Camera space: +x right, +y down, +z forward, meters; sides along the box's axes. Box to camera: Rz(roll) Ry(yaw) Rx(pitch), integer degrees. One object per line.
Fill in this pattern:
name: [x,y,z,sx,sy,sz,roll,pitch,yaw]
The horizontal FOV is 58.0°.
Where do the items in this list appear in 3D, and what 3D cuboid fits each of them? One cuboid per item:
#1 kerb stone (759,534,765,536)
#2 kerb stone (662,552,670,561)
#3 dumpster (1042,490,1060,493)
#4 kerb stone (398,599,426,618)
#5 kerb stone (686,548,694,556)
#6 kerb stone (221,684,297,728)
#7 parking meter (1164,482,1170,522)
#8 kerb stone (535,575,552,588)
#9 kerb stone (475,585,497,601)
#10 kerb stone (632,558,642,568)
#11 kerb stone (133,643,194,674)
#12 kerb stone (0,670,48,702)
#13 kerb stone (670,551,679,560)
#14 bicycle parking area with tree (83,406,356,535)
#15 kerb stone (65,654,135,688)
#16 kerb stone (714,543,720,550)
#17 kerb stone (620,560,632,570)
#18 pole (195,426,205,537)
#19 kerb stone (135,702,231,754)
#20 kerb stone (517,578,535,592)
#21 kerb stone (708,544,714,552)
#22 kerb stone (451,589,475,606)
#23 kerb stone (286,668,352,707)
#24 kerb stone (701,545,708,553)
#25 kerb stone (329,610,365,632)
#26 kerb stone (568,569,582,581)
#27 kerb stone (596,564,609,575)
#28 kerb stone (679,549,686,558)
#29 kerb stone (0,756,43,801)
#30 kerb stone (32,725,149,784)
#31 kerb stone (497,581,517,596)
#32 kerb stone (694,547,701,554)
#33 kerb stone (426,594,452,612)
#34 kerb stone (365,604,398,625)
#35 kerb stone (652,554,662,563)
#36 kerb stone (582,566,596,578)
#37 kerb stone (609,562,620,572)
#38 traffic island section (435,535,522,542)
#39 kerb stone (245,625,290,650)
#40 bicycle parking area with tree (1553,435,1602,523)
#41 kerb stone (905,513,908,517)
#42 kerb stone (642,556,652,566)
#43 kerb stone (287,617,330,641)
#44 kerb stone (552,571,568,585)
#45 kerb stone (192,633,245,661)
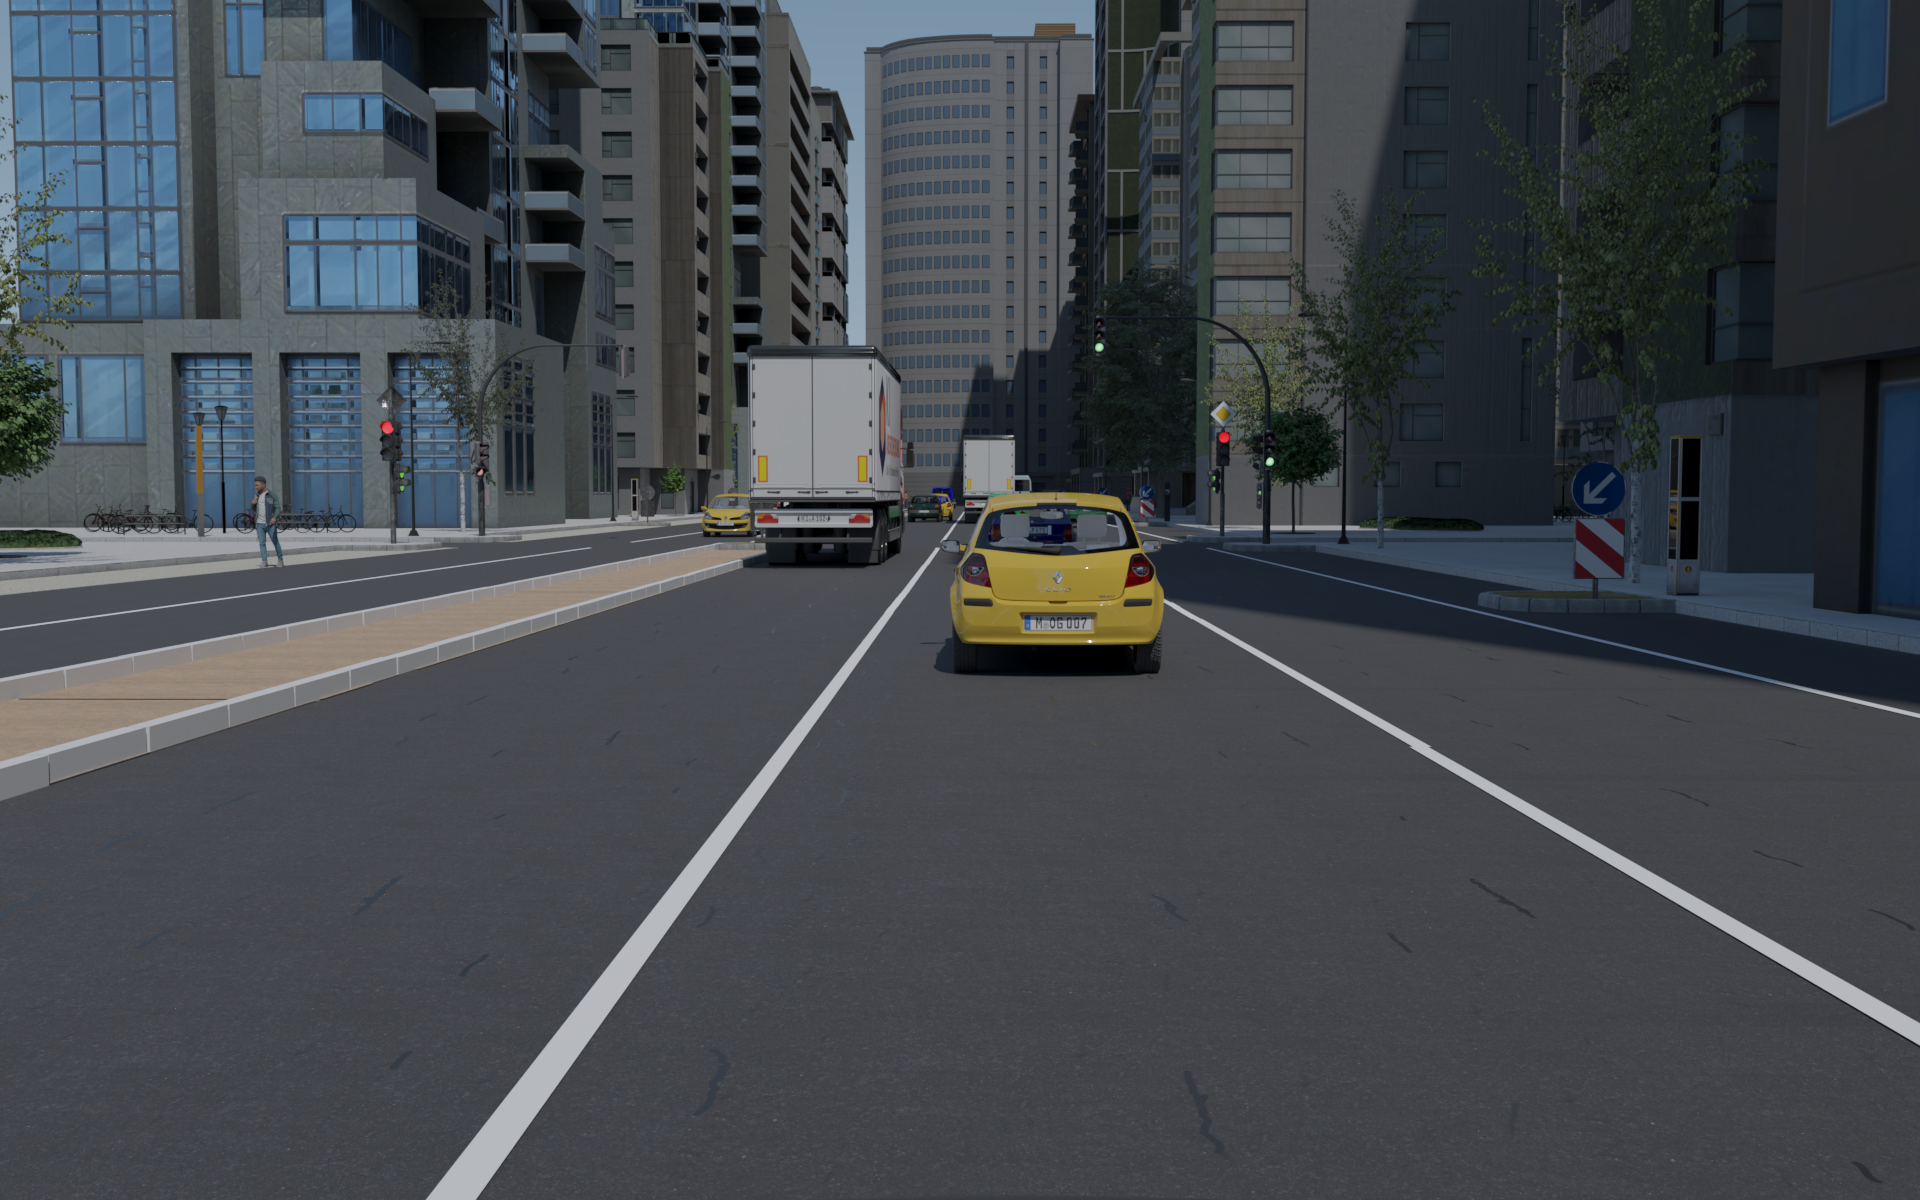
kerb stone: [-6.165,-1.988,54.727,0.120,0.150,1.000,0,4,1]
kerb stone: [-6.357,-0.891,36.756,0.120,0.150,1.000,0,4,1]
dumpster: [8.862,-9.822,168.803,1.865,1.857,1.264,0,4,1]
kerb stone: [-6.521,0.114,20.339,0.120,0.150,1.000,0,4,1]
kerb stone: [-6.320,-1.079,39.845,0.120,0.150,1.000,0,4,1]
kerb stone: [-4.516,0.682,11.077,0.120,0.150,1.000,0,4,1]
parking meter: [9.697,-4.604,80.989,0.255,1.863,0.399,1,4,9]
kerb stone: [-6.460,-0.263,26.501,0.120,0.150,1.000,0,4,1]
kerb stone: [-6.495,-0.074,23.410,0.120,0.150,1.000,0,4,1]
kerb stone: [-6.392,-0.700,33.684,0.120,0.150,1.000,0,4,1]
kerb stone: [-6.588,0.489,14.194,0.120,0.150,1.000,0,4,1]
kerb stone: [-6.610,0.615,12.151,0.120,0.150,1.000,0,4,1]
kerb stone: [-6.341,-0.953,37.784,0.120,0.150,1.000,0,4,1]
bicycle parking area with tree: [-25.145,-4.377,58.562,9.016,4.147,8.231,-1,4,-18]
kerb stone: [-6.596,0.554,13.173,0.120,0.150,1.000,0,4,1]
kerb stone: [-6.281,-1.322,43.939,0.120,0.150,1.000,0,4,1]
kerb stone: [-6.401,-0.640,32.662,0.120,0.150,1.000,0,4,1]
pole: [-22.735,-3.544,51.794,0.158,3.312,0.155,0,3,0]
kerb stone: [-4.525,0.743,10.055,0.120,0.150,1.000,0,4,1]
kerb stone: [-6.473,-0.199,25.465,0.120,0.150,1.000,0,4,1]
kerb stone: [-6.290,-1.264,42.917,0.120,0.150,1.000,0,4,1]
kerb stone: [-6.509,-0.011,22.387,0.120,0.150,1.000,0,4,1]
kerb stone: [-4.508,0.619,12.104,0.120,0.150,1.000,0,4,1]
kerb stone: [-6.304,-1.200,41.891,0.120,0.150,1.000,0,4,1]
kerb stone: [-6.546,0.239,18.290,0.120,0.150,1.000,0,4,1]
kerb stone: [-6.443,-0.389,28.557,0.120,0.150,1.000,0,4,1]
kerb stone: [-6.423,-0.515,30.616,0.120,0.150,1.000,0,4,1]
kerb stone: [-6.335,-1.017,38.823,0.120,0.150,1.000,0,4,1]
kerb stone: [-4.542,0.868,8.008,0.120,0.150,1.000,0,4,1]
kerb stone: [-4.542,0.805,9.031,0.120,0.150,1.000,0,4,1]
kerb stone: [-6.481,-0.133,24.438,0.120,0.150,1.000,0,4,1]
kerb stone: [-6.316,-1.142,40.867,0.120,0.150,1.000,0,4,1]
kerb stone: [-6.515,0.054,21.365,0.120,0.150,1.000,0,4,1]
kerb stone: [-6.528,0.176,19.317,0.120,0.150,1.000,0,4,1]
kerb stone: [-6.360,-0.828,35.732,0.120,0.150,1.000,0,4,1]
kerb stone: [-6.428,-0.452,29.591,0.120,0.150,1.000,0,4,1]
kerb stone: [-6.419,-0.578,31.638,0.120,0.150,1.000,0,4,1]
traffic island section: [-14.573,-1.863,52.739,2.009,0.180,2.903,0,4,1]
kerb stone: [-6.572,0.367,16.245,0.120,0.150,1.000,0,4,1]
bicycle parking area with tree: [29.358,-6.120,87.070,9.016,4.147,8.231,0,4,8]
kerb stone: [-3.442,-5.750,116.211,0.120,0.150,1.000,0,4,1]
kerb stone: [-6.381,-0.765,34.706,0.120,0.150,1.000,0,4,1]
kerb stone: [-6.556,0.301,17.266,0.120,0.150,1.000,0,4,1]
kerb stone: [-6.443,-0.326,27.528,0.120,0.150,1.000,0,4,1]
kerb stone: [-6.575,0.427,15.216,0.120,0.150,1.000,0,4,1]
